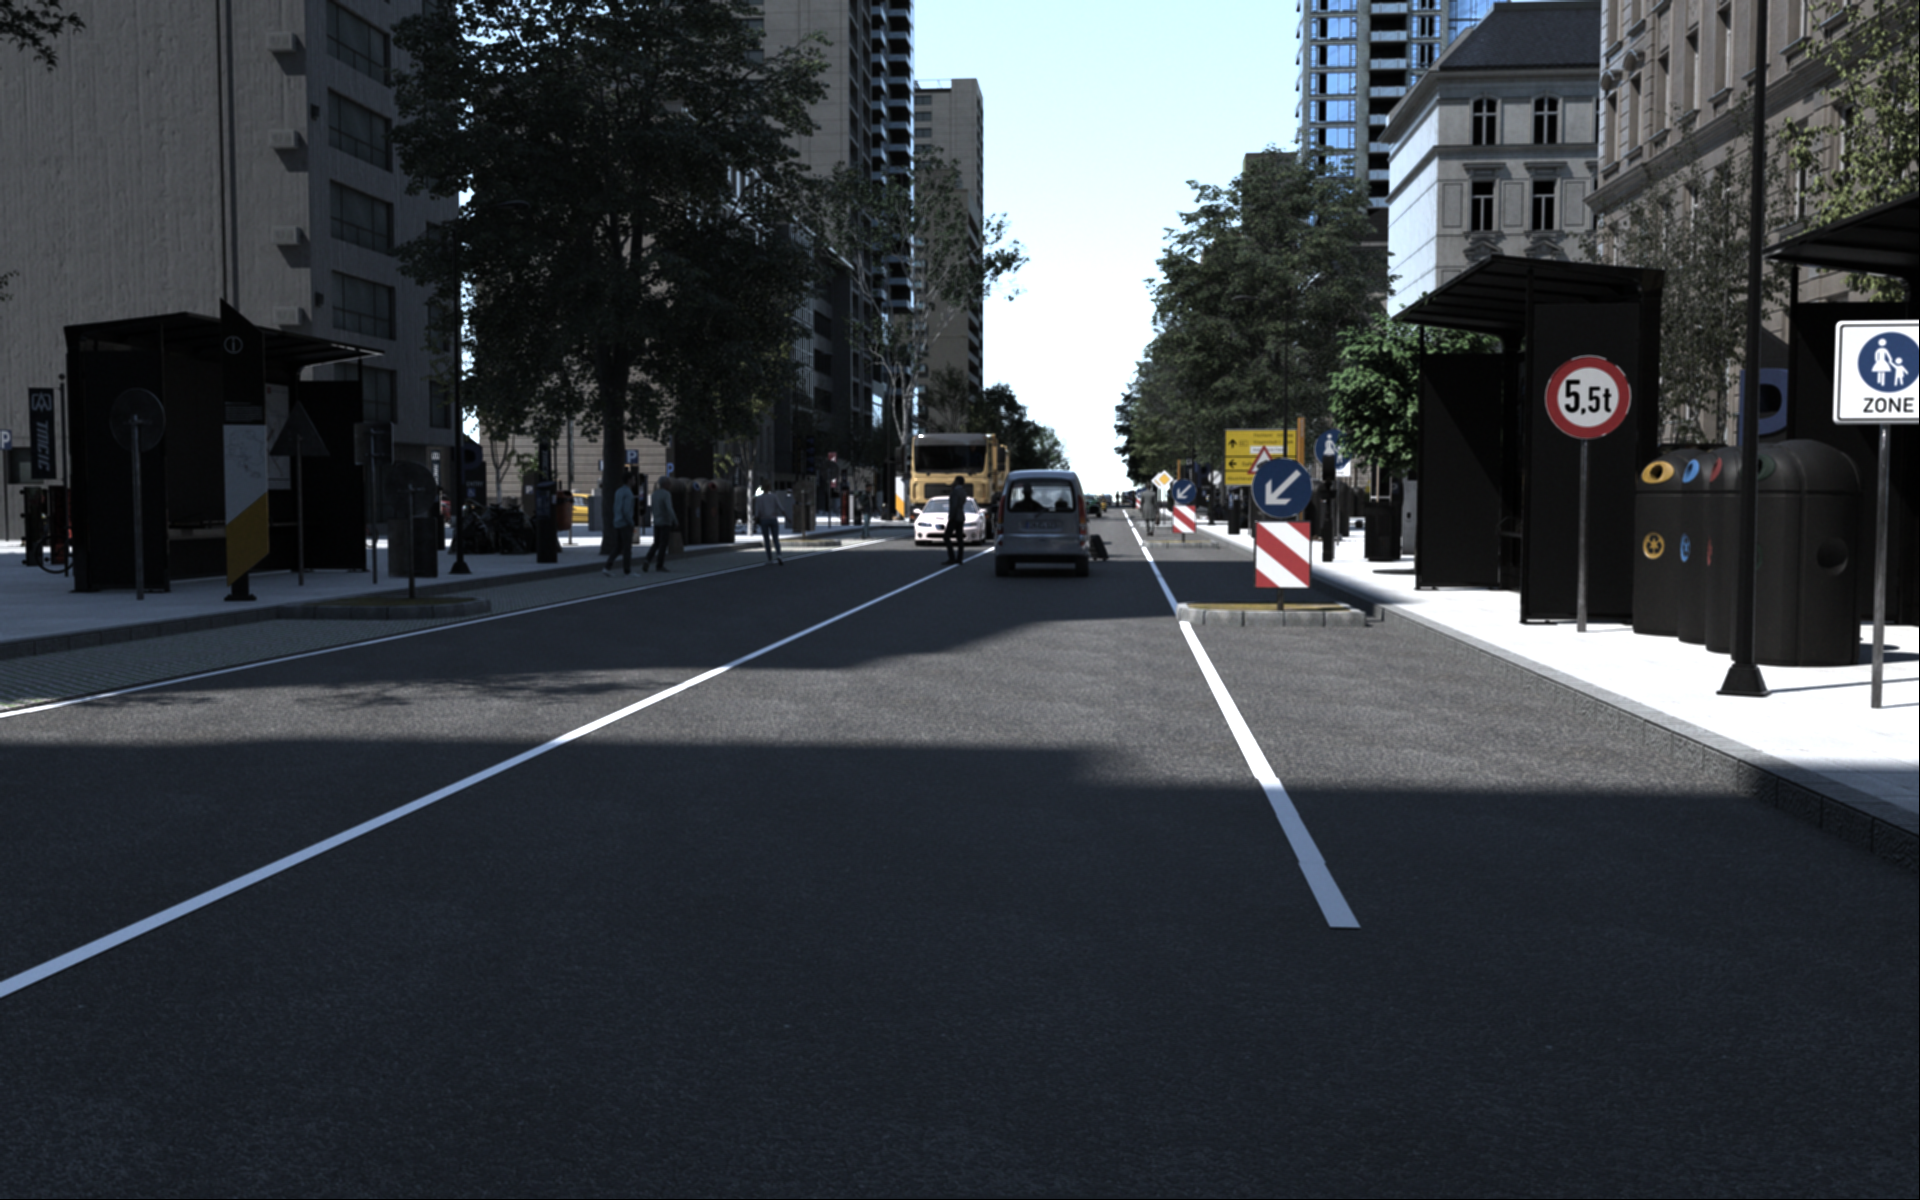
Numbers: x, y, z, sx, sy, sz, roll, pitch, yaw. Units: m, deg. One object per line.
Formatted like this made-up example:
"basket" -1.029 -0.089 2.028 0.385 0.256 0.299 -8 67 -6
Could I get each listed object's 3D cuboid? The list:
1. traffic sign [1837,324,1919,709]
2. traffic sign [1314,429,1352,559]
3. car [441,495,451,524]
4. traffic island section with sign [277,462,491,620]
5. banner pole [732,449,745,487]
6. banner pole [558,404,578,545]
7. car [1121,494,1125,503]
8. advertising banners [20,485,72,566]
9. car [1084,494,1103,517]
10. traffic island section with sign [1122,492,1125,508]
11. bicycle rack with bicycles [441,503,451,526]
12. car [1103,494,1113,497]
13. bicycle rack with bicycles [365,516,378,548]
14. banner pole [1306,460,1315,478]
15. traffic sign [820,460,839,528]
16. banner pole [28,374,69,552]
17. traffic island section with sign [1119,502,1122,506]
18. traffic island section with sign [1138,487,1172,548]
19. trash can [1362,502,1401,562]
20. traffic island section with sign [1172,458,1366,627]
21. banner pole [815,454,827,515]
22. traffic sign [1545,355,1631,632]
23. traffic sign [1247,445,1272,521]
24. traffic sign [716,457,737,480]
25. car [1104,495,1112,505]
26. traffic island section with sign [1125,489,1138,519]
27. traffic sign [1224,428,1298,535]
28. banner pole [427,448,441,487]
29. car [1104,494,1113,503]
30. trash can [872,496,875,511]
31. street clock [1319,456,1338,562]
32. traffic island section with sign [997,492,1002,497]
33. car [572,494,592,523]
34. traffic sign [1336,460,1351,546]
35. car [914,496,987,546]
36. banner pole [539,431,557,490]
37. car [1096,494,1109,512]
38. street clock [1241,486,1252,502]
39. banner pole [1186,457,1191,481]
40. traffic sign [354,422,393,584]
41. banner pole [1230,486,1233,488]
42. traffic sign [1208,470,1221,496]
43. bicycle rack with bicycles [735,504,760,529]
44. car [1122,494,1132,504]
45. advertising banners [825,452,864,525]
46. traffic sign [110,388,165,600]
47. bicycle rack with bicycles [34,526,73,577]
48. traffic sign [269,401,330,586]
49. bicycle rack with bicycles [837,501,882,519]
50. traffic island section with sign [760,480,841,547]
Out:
"traffic sign" 5.487 -0.500 10.302 0.606 2.300 0.079 0 4 7
"traffic sign" 7.333 -2.073 34.006 0.768 2.556 0.104 1 4 9
"car" -24.772 -4.195 77.635 4.494 1.783 2.155 0 4 6
"traffic island section with sign" -6.707 -0.729 20.554 1.989 1.847 2.006 0 4 5
"banner pole" -12.352 -6.550 97.108 0.863 3.779 0.401 -1 4 -9
"banner pole" -9.828 -3.286 43.741 0.401 3.779 0.863 0 4 -2
"car" 26.593 -16.283 276.014 2.009 1.686 4.222 0 4 6
"advertising banners" -16.462 -2.162 31.538 0.090 3.025 2.074 0 4 4
"car" 7.833 -5.850 107.437 2.131 1.459 4.920 0 4 3
"traffic island section with sign" 13.157 -7.289 127.797 1.989 1.847 2.006 0 4 5
"bicycle rack with bicycles" -21.719 -3.462 69.994 2.852 0.926 2.925 1 4 16
"car" 25.577 -17.861 301.067 2.155 1.783 4.494 0 4 5
"bicycle rack with bicycles" -15.665 -1.709 41.323 2.925 0.926 2.852 3 5 41
"banner pole" 24.611 -8.042 121.497 0.863 3.779 0.401 0 4 7
"traffic sign" -4.918 -3.983 65.220 0.768 2.556 0.104 1 4 12
"banner pole" -18.875 -2.813 36.013 0.863 3.779 0.401 -1 4 -21
"traffic island section with sign" 17.710 -10.405 178.747 1.989 1.847 2.006 0 4 5
"traffic island section with sign" 5.878 -2.318 46.527 1.989 1.847 2.006 0 4 5
"trash can" 8.000 -1.300 32.910 0.748 1.137 0.748 0 3 0
"traffic island section with sign" 3.477 -0.676 19.679 1.989 1.847 2.006 0 4 5
"banner pole" -8.684 -7.190 107.571 0.863 3.779 0.401 0 4 -3
"traffic sign" 5.775 -0.973 16.013 0.768 2.556 0.104 0 4 6
"traffic sign" 8.094 -2.824 46.181 0.884 2.594 0.081 0 4 7
"traffic sign" -8.100 -3.656 59.878 0.768 2.556 0.104 1 4 9
"car" 18.582 -12.936 223.859 2.083 1.381 4.827 0 4 3
"traffic island section with sign" 10.747 -5.645 100.926 1.989 1.847 2.006 0 4 5
"traffic sign" 9.351 -3.673 53.931 2.265 3.308 0.079 0 4 7
"banner pole" -26.276 -5.892 86.355 0.863 3.779 0.401 0 4 4
"car" 24.810 -17.211 291.618 2.015 1.641 3.980 0 4 6
"trash can" -6.658 -7.164 128.784 0.748 1.137 0.748 0 3 0
"street clock" 6.946 -1.720 32.689 0.358 2.002 0.471 1 4 13
"traffic island section with sign" 3.048 -7.393 129.495 1.989 1.847 2.006 0 4 5
"car" -16.679 -4.116 77.512 3.980 1.641 2.015 0 4 7
"traffic sign" 9.363 -2.492 42.868 0.606 2.300 0.079 1 4 14
"car" -0.242 -2.265 49.392 2.083 1.381 4.827 0 4 3
"banner pole" -14.087 -4.246 59.445 0.863 3.779 0.401 1 4 15
"car" 10.775 -7.769 137.240 2.015 1.641 3.980 0 4 5
"street clock" 15.682 -5.555 95.390 0.358 2.002 0.471 3 5 39
"banner pole" 13.734 -6.870 102.345 0.863 3.779 0.401 1 4 16
"traffic sign" -8.364 -1.381 24.704 0.606 2.300 0.079 1 4 14
"banner pole" 18.875 -8.053 121.689 0.401 3.779 0.863 -3 4 -38
"traffic sign" 13.747 -5.704 93.359 0.768 2.556 0.104 1 4 14
"bicycle rack with bicycles" -8.575 -3.149 64.869 2.925 0.926 2.852 2 4 30
"car" 23.511 -14.165 241.388 2.009 1.686 4.222 0 4 5
"advertising banners" -4.730 -4.606 71.490 2.074 3.025 0.090 3 5 43
"traffic sign" -9.943 -1.274 20.930 0.768 2.556 0.104 1 4 14
"bicycle rack with bicycles" -13.404 -0.895 28.015 2.925 0.926 2.852 -1 4 -12
"traffic sign" -9.238 -1.481 24.214 0.884 2.594 0.081 0 4 6
"bicycle rack with bicycles" -5.020 -4.678 89.862 2.925 0.926 2.852 -2 4 -25
"traffic island section with sign" -4.305 -2.372 47.403 1.989 1.847 2.006 0 4 5
